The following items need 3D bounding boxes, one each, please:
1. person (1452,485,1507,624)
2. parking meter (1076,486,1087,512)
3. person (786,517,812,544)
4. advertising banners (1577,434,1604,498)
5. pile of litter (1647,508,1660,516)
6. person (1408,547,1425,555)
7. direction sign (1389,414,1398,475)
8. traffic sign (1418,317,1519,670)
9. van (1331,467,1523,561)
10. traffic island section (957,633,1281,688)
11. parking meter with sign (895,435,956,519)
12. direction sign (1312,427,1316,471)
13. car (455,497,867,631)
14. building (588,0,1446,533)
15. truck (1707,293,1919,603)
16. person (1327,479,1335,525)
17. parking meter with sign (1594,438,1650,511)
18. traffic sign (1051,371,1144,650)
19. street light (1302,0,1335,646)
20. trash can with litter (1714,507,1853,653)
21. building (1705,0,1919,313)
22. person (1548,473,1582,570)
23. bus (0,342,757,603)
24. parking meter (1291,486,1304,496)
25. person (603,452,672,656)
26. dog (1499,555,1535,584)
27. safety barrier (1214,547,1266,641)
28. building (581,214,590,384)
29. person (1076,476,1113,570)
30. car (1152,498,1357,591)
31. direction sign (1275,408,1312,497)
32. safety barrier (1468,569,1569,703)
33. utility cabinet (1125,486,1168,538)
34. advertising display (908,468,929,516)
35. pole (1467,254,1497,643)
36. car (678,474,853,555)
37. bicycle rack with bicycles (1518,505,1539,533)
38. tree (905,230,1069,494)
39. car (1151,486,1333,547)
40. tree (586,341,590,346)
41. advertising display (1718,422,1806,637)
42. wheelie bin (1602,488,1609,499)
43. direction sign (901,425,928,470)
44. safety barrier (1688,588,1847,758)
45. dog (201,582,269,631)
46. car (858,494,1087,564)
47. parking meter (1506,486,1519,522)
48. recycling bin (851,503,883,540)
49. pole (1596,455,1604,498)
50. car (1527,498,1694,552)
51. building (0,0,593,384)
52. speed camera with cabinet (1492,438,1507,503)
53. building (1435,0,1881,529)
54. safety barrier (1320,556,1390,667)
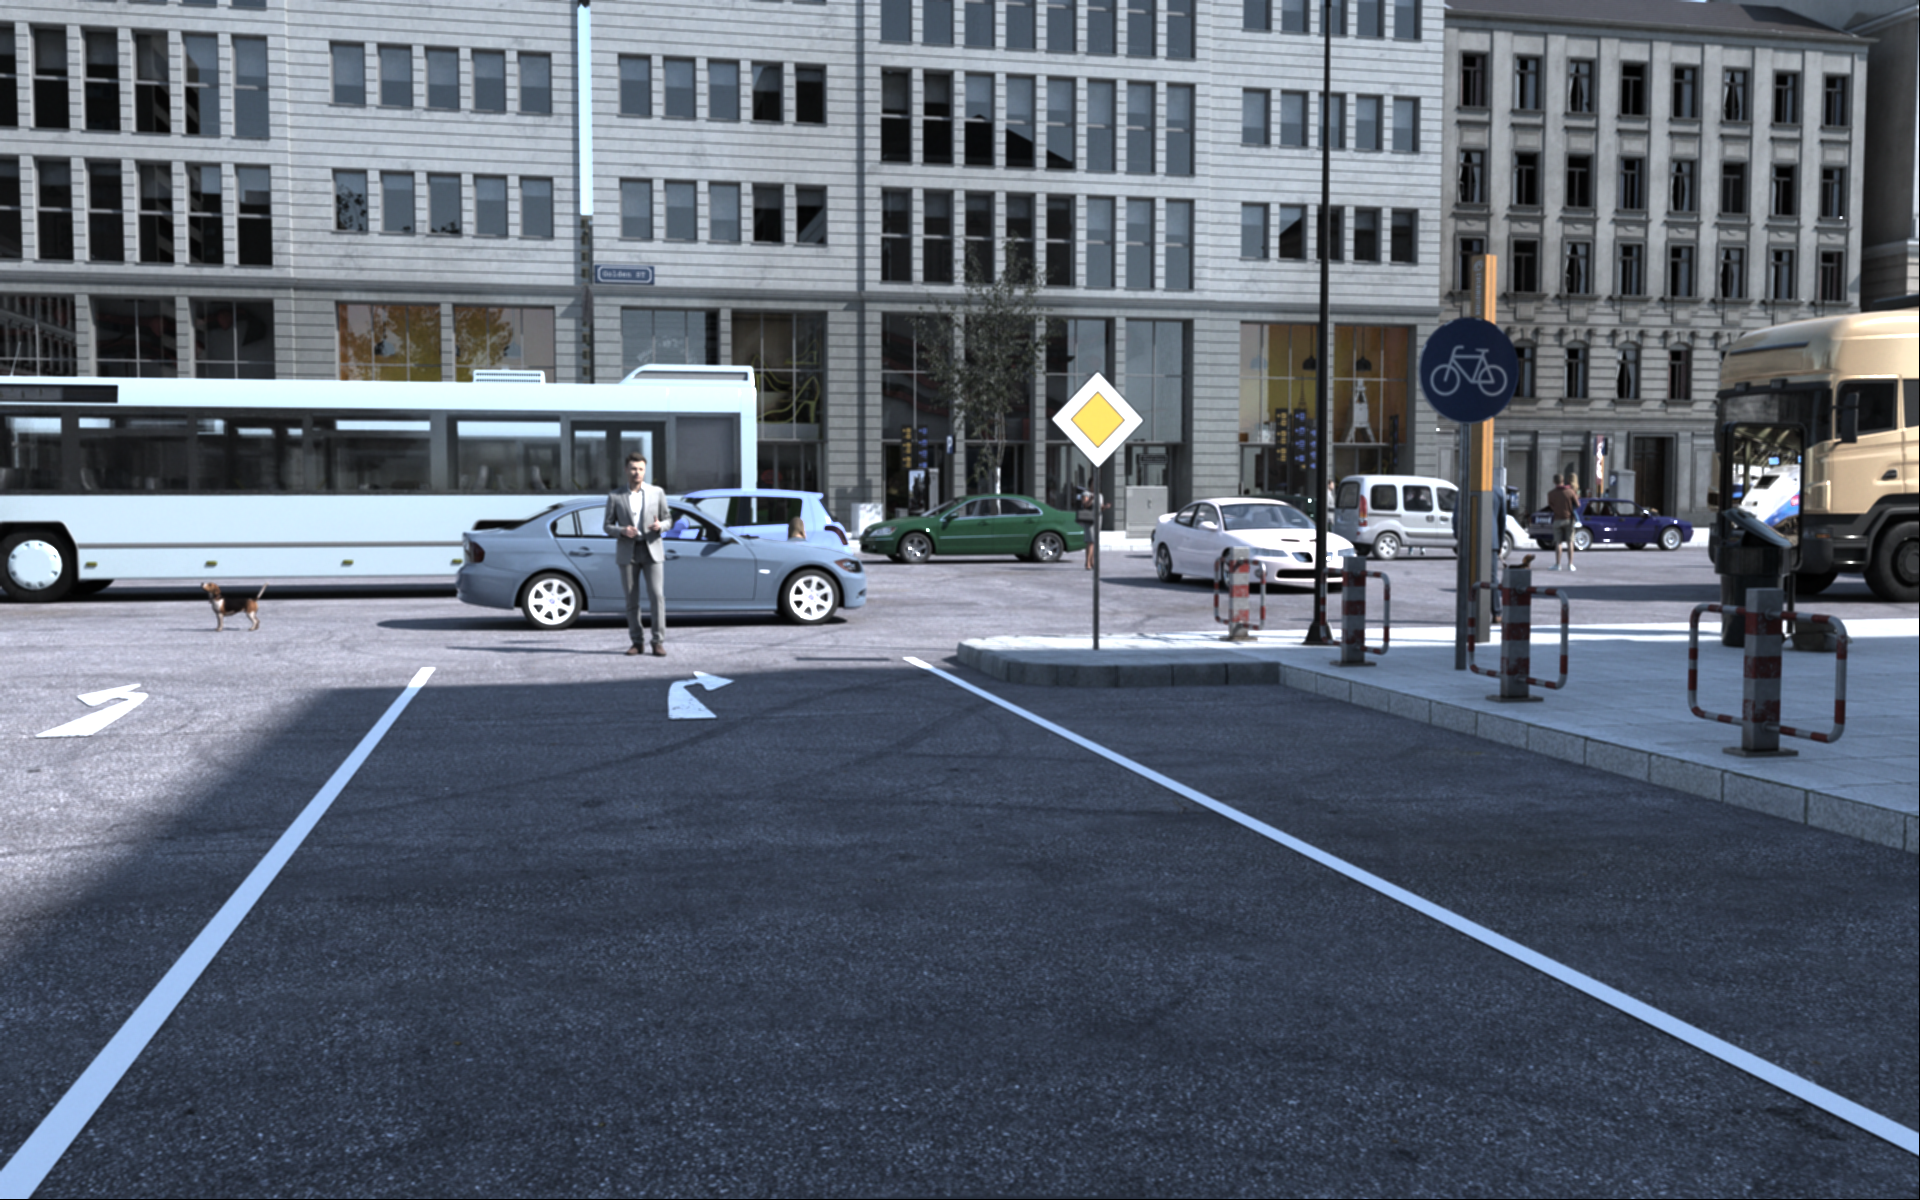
[{"bbox_3d":[5.746,-0.636,19.080,0.721,1.800,0.419,-1,4,-10],"label":"person"},{"bbox_3d":[3.987,-2.958,56.781,0.372,1.533,0.369,0,3,0],"label":"parking meter"},{"bbox_3d":[-2.184,-0.451,21.373,1.012,1.151,0.738,-3,5,-41],"label":"person"},{"bbox_3d":[18.218,-3.305,50.230,0.090,3.025,2.074,3,5,44],"label":"advertising banners"},{"bbox_3d":[20.936,-2.319,51.883,1.719,0.858,1.176,0,4,-1],"label":"pile of litter"},{"bbox_3d":[10.716,-1.927,40.839,0.563,1.720,0.643,0,4,7],"label":"person"},{"bbox_3d":[12.441,-3.532,49.744,0.379,3.537,0.876,0,3,0],"label":"direction sign"},{"bbox_3d":[3.662,-0.763,12.584,0.768,2.556,0.104,-1,4,-8],"label":"traffic sign"},{"bbox_3d":[10.351,-1.911,38.252,4.112,2.044,2.013,-1,4,-12],"label":"van"},{"bbox_3d":[1.139,0.488,14.296,2.009,0.180,2.903,-1,4,-13],"label":"traffic island section"},{"bbox_3d":[-1.036,-3.352,51.071,1.738,3.016,0.543,-1,4,-21],"label":"parking meter with sign"},{"bbox_3d":[11.654,-4.044,58.124,0.876,3.537,0.379,-3,5,-41],"label":"direction sign"},{"bbox_3d":[-3.273,-0.443,19.254,4.499,1.417,2.014,-1,4,-14],"label":"car"},{"bbox_3d":[1.503,-17.475,63.206,29.804,29.767,11.434,-1,4,-13],"label":"building"},{"bbox_3d":[15.633,-2.175,24.480,11.283,4.237,2.839,-1,4,-12],"label":"truck"},{"bbox_3d":[9.277,-2.113,43.246,0.583,1.804,0.606,0,4,7],"label":"person"},{"bbox_3d":[20.633,-3.527,53.926,1.738,3.016,0.543,-1,4,-16],"label":"parking meter with sign"},{"bbox_3d":[1.118,-0.647,14.214,0.795,2.450,0.064,-1,4,-13],"label":"traffic sign"},{"bbox_3d":[2.543,-2.565,14.487,1.470,5.913,1.316,-1,4,-13],"label":"street light"},{"bbox_3d":[6.866,-0.186,14.431,1.055,1.170,0.624,3,5,44],"label":"trash can with litter"},{"bbox_3d":[44.157,-17.609,73.809,20.117,28.700,13.634,-1,4,-13],"label":"building"},{"bbox_3d":[11.418,-1.477,32.631,0.580,1.828,0.573,-2,4,-25],"label":"person"},{"bbox_3d":[-9.614,-1.804,24.349,13.247,3.499,2.948,-1,4,-13],"label":"bus"},{"bbox_3d":[10.305,-2.722,52.917,0.372,1.533,0.369,0,3,0],"label":"parking meter"},{"bbox_3d":[-2.848,-0.408,15.366,0.606,1.804,0.583,-1,4,-14],"label":"person"},{"bbox_3d":[8.586,-0.455,26.733,0.540,0.507,0.406,1,4,17],"label":"dog"},{"bbox_3d":[2.444,-0.055,15.175,0.300,0.817,1.120,-1,4,-13],"label":"safety barrier"},{"bbox_3d":[-44.870,-32.729,226.992,23.993,40.220,32.217,-1,4,-13],"label":"building"},{"bbox_3d":[2.500,-1.456,32.663,0.716,1.782,0.532,-3,4,-39],"label":"person"},{"bbox_3d":[4.487,-0.893,26.959,2.083,1.381,4.827,-1,4,-14],"label":"car"},{"bbox_3d":[8.754,-3.299,45.936,0.876,3.537,0.379,-1,4,-16],"label":"direction sign"},{"bbox_3d":[3.444,0.217,10.733,0.300,0.817,1.120,-1,4,-13],"label":"safety barrier"},{"bbox_3d":[5.313,-2.488,49.363,1.173,1.500,0.318,0,4,2],"label":"utility cabinet"},{"bbox_3d":[-1.049,-2.362,43.840,0.123,1.923,0.974,-2,4,-28],"label":"advertising display"},{"bbox_3d":[4.475,-1.287,14.893,0.158,3.312,0.155,0,3,0],"label":"pole"},{"bbox_3d":[-3.300,-0.828,23.130,3.694,1.707,1.945,-1,4,-13],"label":"car"},{"bbox_3d":[19.413,-2.646,56.643,2.852,0.926,2.925,-2,4,-34],"label":"bicycle rack with bicycles"},{"bbox_3d":[0.798,-5.953,47.687,4.360,8.622,3.978,0,3,0],"label":"tree"},{"bbox_3d":[6.482,-1.823,39.595,4.222,1.686,2.009,-1,4,-11],"label":"car"},{"bbox_3d":[-17.902,-15.669,112.081,12.611,20.169,13.585,0,3,0],"label":"tree"},{"bbox_3d":[7.244,-0.639,15.659,0.974,1.923,0.123,-2,4,-26],"label":"advertising display"},{"bbox_3d":[21.894,-3.058,57.898,0.980,1.594,0.693,-2,4,-27],"label":"wheelie bin"},{"bbox_3d":[-1.481,-3.949,56.567,0.876,3.537,0.379,-1,4,-14],"label":"direction sign"},{"bbox_3d":[3.946,0.352,8.515,0.300,0.817,1.120,-1,4,-13],"label":"safety barrier"},{"bbox_3d":[-7.605,0.068,18.176,0.406,0.507,0.540,2,4,26],"label":"dog"},{"bbox_3d":[0.306,-1.506,36.419,4.920,1.459,2.131,-1,4,-13],"label":"car"},{"bbox_3d":[17.098,-2.764,53.604,0.372,1.533,0.369,0,3,0],"label":"parking meter"},{"bbox_3d":[-2.599,-2.186,48.297,0.722,1.027,0.722,-1,4,-20],"label":"recycling bin"},{"bbox_3d":[23.646,-4.291,63.997,0.158,3.312,0.155,0,3,0],"label":"pole"},{"bbox_3d":[16.608,-1.935,44.211,3.894,1.354,1.945,-1,4,-11],"label":"car"},{"bbox_3d":[-27.654,-17.097,57.025,29.804,29.767,11.434,-1,4,-13],"label":"building"},{"bbox_3d":[19.159,-4.111,61.553,0.660,3.252,2.038,2,4,28],"label":"speed camera with cabinet"},{"bbox_3d":[24.921,-13.439,68.876,18.267,20.994,9.793,-1,4,-13],"label":"building"},{"bbox_3d":[2.944,0.081,12.953,0.300,0.817,1.120,-1,4,-13],"label":"safety barrier"}]
